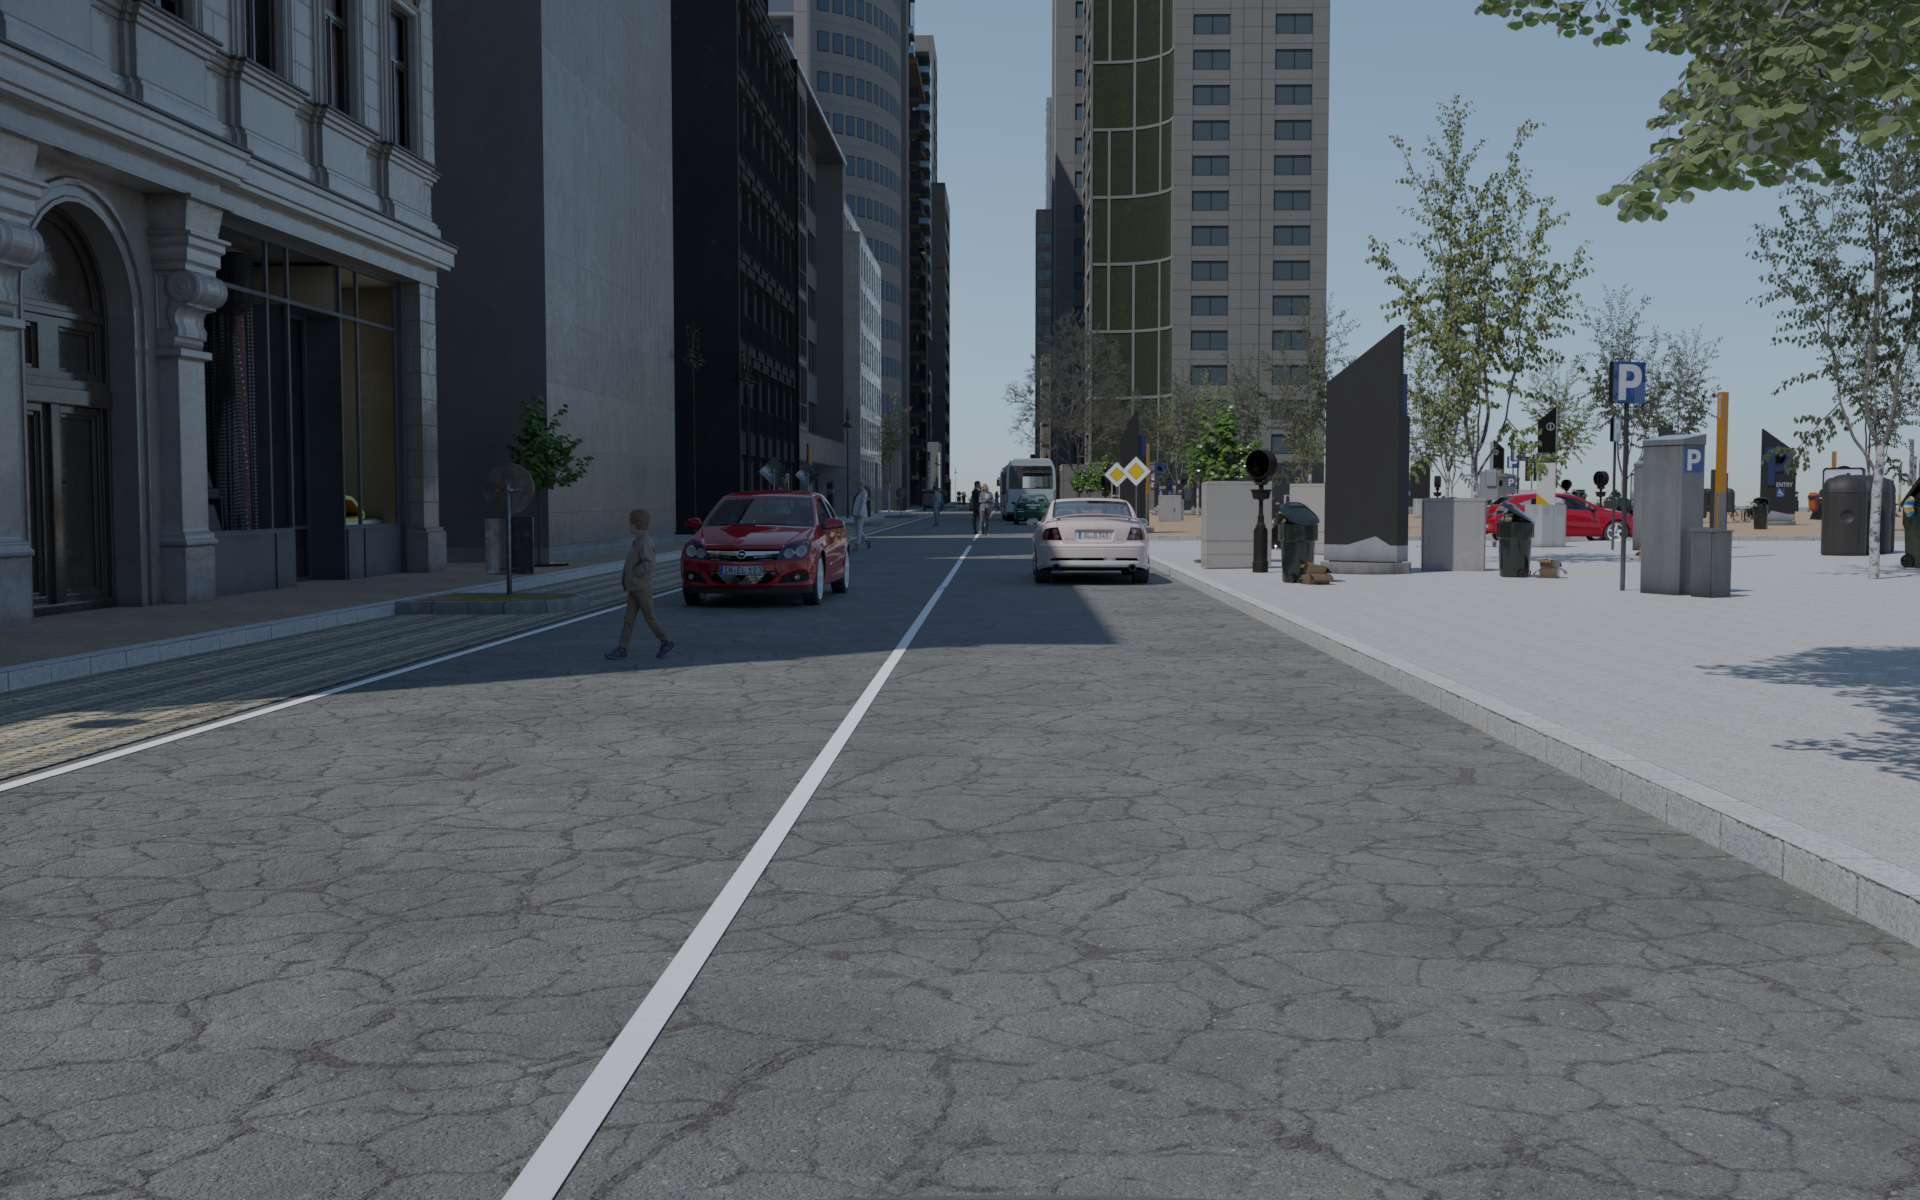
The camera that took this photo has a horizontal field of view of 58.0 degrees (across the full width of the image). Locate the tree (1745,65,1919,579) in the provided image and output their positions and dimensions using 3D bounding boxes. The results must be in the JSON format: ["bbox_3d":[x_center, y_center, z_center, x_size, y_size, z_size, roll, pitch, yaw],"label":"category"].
[{"bbox_3d":[13.911,-4.635,26.139,4.360,8.622,3.978,0,3,0],"label":"tree"}]

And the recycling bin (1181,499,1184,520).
[{"bbox_3d":[10.404,-4.388,84.298,0.722,1.027,0.722,-3,4,-36],"label":"recycling bin"}]

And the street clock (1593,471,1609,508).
[{"bbox_3d":[20.116,-3.047,54.387,0.358,2.002,0.471,-1,4,-20],"label":"street clock"}]

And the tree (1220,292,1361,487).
[{"bbox_3d":[12.578,-6.900,63.171,4.360,8.622,3.978,0,3,0],"label":"tree"}]

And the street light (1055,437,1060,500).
[{"bbox_3d":[7.374,-9.734,131.930,0.468,5.910,1.993,0,4,1],"label":"street light"}]

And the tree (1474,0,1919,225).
[{"bbox_3d":[5.460,-5.475,7.649,7.486,12.596,7.792,0,3,0],"label":"tree"}]

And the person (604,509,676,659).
[{"bbox_3d":[-2.774,-0.141,15.084,0.640,1.303,0.475,-3,4,-36],"label":"person"}]

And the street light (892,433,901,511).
[{"bbox_3d":[-4.736,-9.700,131.389,0.468,5.910,1.993,0,4,1],"label":"street light"}]

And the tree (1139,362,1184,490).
[{"bbox_3d":[11.638,-8.713,92.825,4.360,8.622,3.978,0,3,0],"label":"tree"}]

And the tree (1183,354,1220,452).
[{"bbox_3d":[13.695,-8.293,85.953,4.360,8.622,3.978,0,3,0],"label":"tree"}]

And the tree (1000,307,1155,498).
[{"bbox_3d":[7.731,-12.494,114.654,12.009,13.543,11.850,0,3,0],"label":"tree"}]

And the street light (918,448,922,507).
[{"bbox_3d":[-3.856,-11.969,168.479,0.468,5.910,1.993,0,4,1],"label":"street light"}]

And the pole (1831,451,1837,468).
[{"bbox_3d":[41.626,-5.425,82.544,0.158,3.312,0.155,0,3,0],"label":"pole"}]

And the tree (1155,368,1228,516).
[{"bbox_3d":[13.603,-9.189,100.607,4.737,8.622,4.395,0,3,0],"label":"tree"}]

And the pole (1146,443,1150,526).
[{"bbox_3d":[7.528,-4.646,69.809,0.158,3.312,0.155,0,3,0],"label":"pole"}]

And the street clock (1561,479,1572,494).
[{"bbox_3d":[29.780,-4.924,85.078,0.471,2.002,0.358,3,5,43],"label":"street clock"}]

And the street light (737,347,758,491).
[{"bbox_3d":[-6.706,-5.016,54.798,0.468,5.910,1.993,0,4,1],"label":"street light"}]

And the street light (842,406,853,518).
[{"bbox_3d":[-5.934,-7.261,91.497,0.468,5.910,1.993,0,4,1],"label":"street light"}]

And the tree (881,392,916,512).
[{"bbox_3d":[-5.307,-10.614,123.903,4.737,8.622,4.395,0,3,0],"label":"tree"}]

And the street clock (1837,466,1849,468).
[{"bbox_3d":[22.552,-2.427,44.253,0.471,2.002,0.358,1,4,15],"label":"street clock"}]

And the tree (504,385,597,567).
[{"bbox_3d":[-7.526,-2.212,30.774,1.663,3.219,1.824,0,3,0],"label":"tree"}]

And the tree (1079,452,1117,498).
[{"bbox_3d":[6.593,-5.048,77.140,1.663,3.219,1.824,0,3,0],"label":"tree"}]

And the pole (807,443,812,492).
[{"bbox_3d":[-6.077,-4.649,69.855,0.158,3.312,0.155,0,3,0],"label":"pole"}]

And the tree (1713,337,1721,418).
[{"bbox_3d":[31.155,-7.639,75.261,4.360,8.622,3.978,0,3,0],"label":"tree"}]

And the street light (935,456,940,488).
[{"bbox_3d":[-2.670,-14.780,214.445,0.468,5.910,1.993,0,4,1],"label":"street light"}]

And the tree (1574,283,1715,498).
[{"bbox_3d":[23.177,-6.711,60.091,4.360,8.622,3.978,0,3,0],"label":"tree"}]

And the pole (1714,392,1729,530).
[{"bbox_3d":[15.233,-2.497,34.663,0.158,3.312,0.155,0,3,0],"label":"pole"}]

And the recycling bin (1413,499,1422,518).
[{"bbox_3d":[24.796,-4.928,93.135,0.722,1.027,0.722,0,4,1],"label":"recycling bin"}]

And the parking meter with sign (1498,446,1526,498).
[{"bbox_3d":[20.072,-4.114,63.523,0.543,3.016,1.738,0,4,-8],"label":"parking meter with sign"}]

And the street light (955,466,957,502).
[{"bbox_3d":[-0.731,-19.293,288.231,0.468,5.910,1.993,0,4,1],"label":"street light"}]

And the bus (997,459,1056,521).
[{"bbox_3d":[3.643,-6.201,96.251,2.948,3.499,13.247,0,4,0],"label":"bus"}]

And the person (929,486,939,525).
[{"bbox_3d":[-1.184,-4.313,79.196,0.466,1.800,0.511,0,4,2],"label":"person"}]

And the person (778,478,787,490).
[{"bbox_3d":[-4.050,-1.850,39.025,0.520,1.790,0.573,-1,4,-18],"label":"person"}]

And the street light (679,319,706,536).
[{"bbox_3d":[-7.050,-4.467,45.815,0.468,5.910,1.993,0,4,1],"label":"street light"}]

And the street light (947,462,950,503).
[{"bbox_3d":[-1.669,-17.049,251.537,0.468,5.910,1.993,0,4,1],"label":"street light"}]

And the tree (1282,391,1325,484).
[{"bbox_3d":[24.986,-10.648,124.451,4.737,8.622,4.395,0,3,0],"label":"tree"}]

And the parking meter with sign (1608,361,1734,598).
[{"bbox_3d":[9.102,-1.582,22.125,0.543,3.016,1.738,-1,4,-22],"label":"parking meter with sign"}]

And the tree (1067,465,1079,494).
[{"bbox_3d":[7.207,-6.118,94.632,1.663,3.219,1.824,0,3,0],"label":"tree"}]

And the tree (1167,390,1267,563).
[{"bbox_3d":[4.963,-2.298,32.166,1.663,3.219,1.824,0,3,0],"label":"tree"}]

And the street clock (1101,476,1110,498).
[{"bbox_3d":[5.707,-3.878,67.978,0.358,2.002,0.471,-1,4,-18],"label":"street clock"}]

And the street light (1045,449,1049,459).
[{"bbox_3d":[8.439,-11.984,168.730,0.468,5.910,1.993,0,4,1],"label":"street light"}]

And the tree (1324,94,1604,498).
[{"bbox_3d":[9.573,-4.991,31.963,4.737,8.622,4.395,0,3,0],"label":"tree"}]

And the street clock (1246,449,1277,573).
[{"bbox_3d":[4.905,-1.447,28.227,0.471,2.002,0.358,3,5,43],"label":"street clock"}]

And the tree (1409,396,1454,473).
[{"bbox_3d":[33.734,-10.700,125.304,4.360,8.622,3.978,0,3,0],"label":"tree"}]

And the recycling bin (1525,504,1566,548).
[{"bbox_3d":[14.157,-1.795,41.902,0.722,1.027,0.722,-1,4,-14],"label":"recycling bin"}]

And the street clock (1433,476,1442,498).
[{"bbox_3d":[18.806,-3.894,68.234,0.358,2.002,0.471,1,4,22],"label":"street clock"}]

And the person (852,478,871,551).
[{"bbox_3d":[-2.481,-2.171,43.872,0.514,1.842,0.818,3,5,42],"label":"person"}]
